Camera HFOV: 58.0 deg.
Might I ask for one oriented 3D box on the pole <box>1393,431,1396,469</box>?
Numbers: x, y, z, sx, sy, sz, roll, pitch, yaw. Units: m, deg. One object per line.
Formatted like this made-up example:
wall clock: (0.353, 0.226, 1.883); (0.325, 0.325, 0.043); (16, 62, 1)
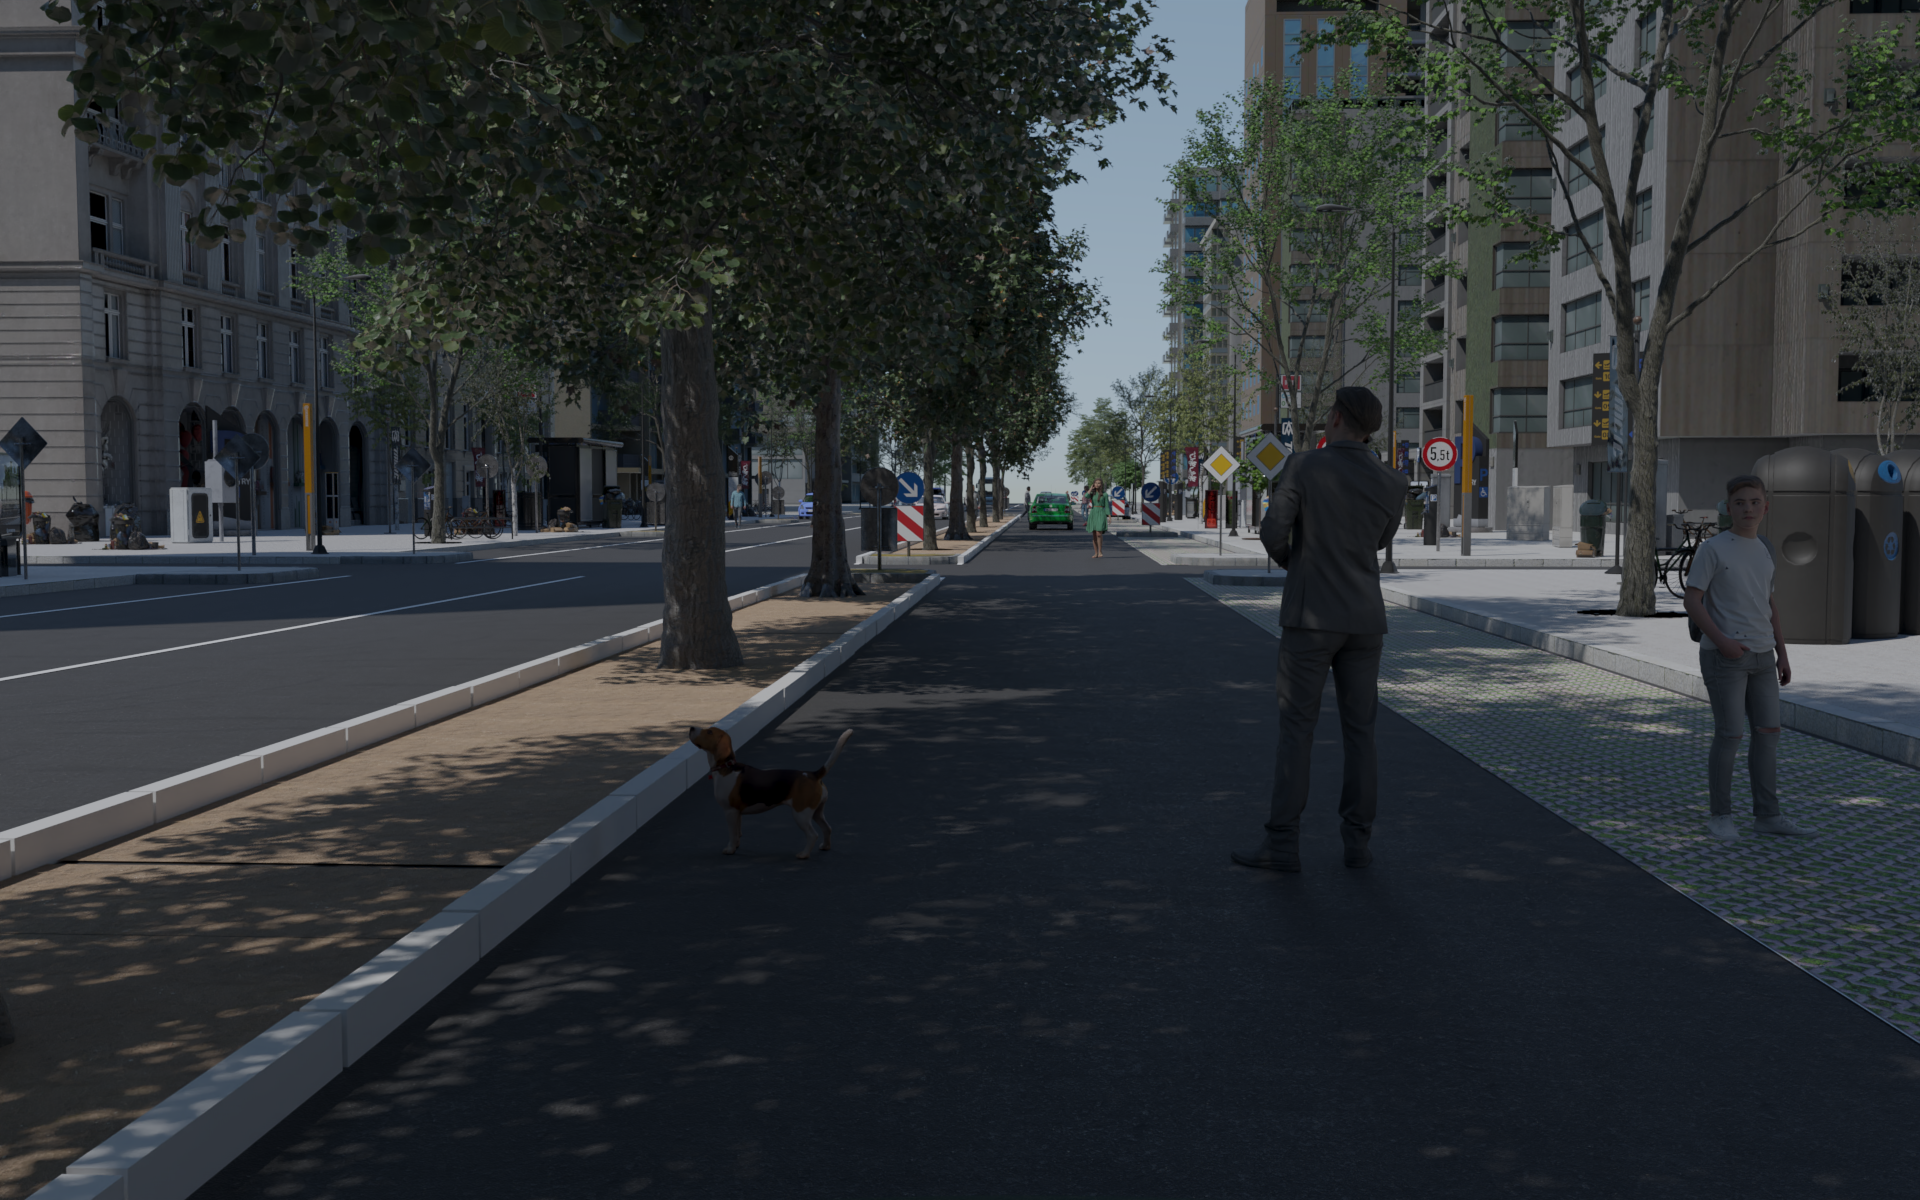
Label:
pole: (14.024, -3.808, 56.097); (0.158, 3.312, 0.155); (0, 3, 0)

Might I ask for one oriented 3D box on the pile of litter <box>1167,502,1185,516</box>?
pile of litter: (12.604, -5.444, 102.974); (1.176, 0.858, 1.719); (-2, 4, -32)

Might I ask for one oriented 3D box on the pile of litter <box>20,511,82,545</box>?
pile of litter: (-23.443, -1.855, 44.291); (1.719, 0.858, 1.176); (0, 4, 3)

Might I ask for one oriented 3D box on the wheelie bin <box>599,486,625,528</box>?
wheelie bin: (-13.040, -3.497, 65.092); (0.980, 1.594, 0.693); (-2, 4, -32)

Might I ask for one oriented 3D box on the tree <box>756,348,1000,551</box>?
tree: (-0.864, -7.064, 43.704); (9.928, 11.665, 9.643); (0, 3, 0)

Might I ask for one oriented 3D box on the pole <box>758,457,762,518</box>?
pole: (-10.888, -6.146, 94.334); (0.158, 3.312, 0.155); (0, 3, 0)

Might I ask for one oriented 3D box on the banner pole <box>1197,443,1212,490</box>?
banner pole: (12.003, -5.788, 84.651); (0.863, 3.779, 0.401); (0, 4, 3)

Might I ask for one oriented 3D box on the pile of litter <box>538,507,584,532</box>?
pile of litter: (-13.325, -2.703, 58.164); (1.719, 0.858, 1.176); (1, 4, 15)

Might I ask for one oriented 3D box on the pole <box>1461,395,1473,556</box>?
pole: (10.482, -2.566, 35.794); (0.158, 3.312, 0.155); (0, 3, 0)

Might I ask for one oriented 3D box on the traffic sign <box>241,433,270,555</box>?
traffic sign: (-14.785, -2.207, 36.195); (0.768, 2.556, 0.104); (1, 4, 10)

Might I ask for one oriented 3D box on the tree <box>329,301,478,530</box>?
tree: (-19.914, -6.762, 60.922); (4.737, 8.622, 4.395); (0, 3, 0)

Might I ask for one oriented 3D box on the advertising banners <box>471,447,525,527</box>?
advertising banners: (-17.321, -4.220, 65.190); (2.074, 3.025, 0.090); (-2, 4, -26)

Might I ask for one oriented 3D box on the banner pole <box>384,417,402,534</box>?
banner pole: (-18.452, -4.060, 56.402); (0.401, 3.779, 0.863); (1, 4, 18)

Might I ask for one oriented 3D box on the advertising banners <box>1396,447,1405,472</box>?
advertising banners: (15.952, -4.186, 64.634); (2.074, 3.025, 0.090); (-3, 4, -38)

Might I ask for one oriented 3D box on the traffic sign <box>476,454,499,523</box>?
traffic sign: (-15.203, -3.399, 55.680); (0.768, 2.556, 0.104); (1, 4, 9)

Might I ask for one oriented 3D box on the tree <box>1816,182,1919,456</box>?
tree: (22.565, -5.574, 41.489); (4.360, 8.622, 3.978); (0, 3, 0)

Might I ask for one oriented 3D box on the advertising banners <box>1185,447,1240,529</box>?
advertising banners: (9.337, -4.153, 64.094); (2.074, 3.025, 0.090); (0, 4, -1)

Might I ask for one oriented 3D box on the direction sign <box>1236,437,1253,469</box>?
direction sign: (11.299, -4.665, 68.264); (0.876, 3.537, 0.379); (1, 4, 12)

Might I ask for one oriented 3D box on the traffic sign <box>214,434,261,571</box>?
traffic sign: (-12.060, -1.546, 28.924); (0.795, 2.450, 0.064); (0, 4, 3)

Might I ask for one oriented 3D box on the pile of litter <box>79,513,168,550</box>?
pile of litter: (-19.213, -1.597, 40.073); (1.719, 0.858, 1.176); (2, 4, 24)

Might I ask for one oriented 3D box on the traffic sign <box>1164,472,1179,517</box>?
traffic sign: (11.152, -5.586, 91.435); (0.768, 2.556, 0.104); (1, 4, 9)

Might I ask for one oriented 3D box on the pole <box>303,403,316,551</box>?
pole: (-14.678, -2.766, 39.070); (0.158, 3.312, 0.155); (0, 3, 0)

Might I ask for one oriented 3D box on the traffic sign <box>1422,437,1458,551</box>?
traffic sign: (10.701, -2.360, 38.688); (0.768, 2.556, 0.104); (1, 4, 11)

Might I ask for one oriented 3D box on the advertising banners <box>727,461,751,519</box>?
advertising banners: (-11.951, -5.760, 90.370); (2.074, 3.025, 0.090); (0, 4, -7)

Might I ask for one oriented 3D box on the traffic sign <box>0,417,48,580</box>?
traffic sign: (-14.028, -1.514, 25.946); (0.795, 2.450, 0.064); (0, 4, 7)

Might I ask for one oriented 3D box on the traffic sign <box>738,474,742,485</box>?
traffic sign: (-11.575, -5.344, 89.508); (0.606, 2.300, 0.079); (0, 4, 8)

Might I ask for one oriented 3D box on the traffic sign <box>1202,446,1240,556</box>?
traffic sign: (5.421, -1.979, 36.002); (0.795, 2.450, 0.064); (0, 4, 3)

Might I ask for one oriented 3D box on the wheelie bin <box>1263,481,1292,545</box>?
wheelie bin: (7.596, -1.995, 40.527); (0.980, 1.594, 0.693); (0, 4, -1)

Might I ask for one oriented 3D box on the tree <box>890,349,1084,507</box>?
tree: (2.322, -11.785, 105.512); (12.009, 13.543, 11.850); (0, 3, 0)

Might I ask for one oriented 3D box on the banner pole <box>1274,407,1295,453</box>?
banner pole: (9.332, -3.671, 50.034); (0.863, 3.779, 0.401); (2, 4, 24)

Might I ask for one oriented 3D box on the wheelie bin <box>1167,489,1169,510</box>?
wheelie bin: (12.750, -6.101, 107.666); (0.693, 1.594, 0.980); (-2, 4, -35)

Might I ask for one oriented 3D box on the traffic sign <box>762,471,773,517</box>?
traffic sign: (-10.677, -5.815, 95.186); (0.768, 2.556, 0.104); (1, 4, 12)

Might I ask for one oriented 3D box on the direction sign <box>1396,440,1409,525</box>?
direction sign: (18.381, -4.929, 72.590); (0.876, 3.537, 0.379); (-1, 4, -10)

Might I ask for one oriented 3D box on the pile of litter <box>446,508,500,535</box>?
pile of litter: (-15.440, -2.486, 54.617); (1.719, 0.858, 1.176); (0, 4, -4)

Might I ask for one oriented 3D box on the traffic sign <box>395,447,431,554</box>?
traffic sign: (-11.649, -2.034, 36.898); (0.795, 2.450, 0.064); (0, 4, 3)

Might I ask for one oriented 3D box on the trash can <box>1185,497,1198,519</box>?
trash can: (12.076, -4.815, 90.376); (0.748, 1.137, 0.748); (0, 3, 0)

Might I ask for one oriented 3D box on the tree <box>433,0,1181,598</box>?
tree: (-1.836, -6.381, 23.797); (9.611, 12.733, 9.660); (0, 3, 0)

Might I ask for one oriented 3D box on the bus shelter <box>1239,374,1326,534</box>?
bus shelter: (10.224, -4.768, 55.594); (2.179, 5.291, 8.768); (0, 4, 3)

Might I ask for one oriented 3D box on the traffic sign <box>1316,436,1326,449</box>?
traffic sign: (7.848, -2.217, 36.353); (0.768, 2.556, 0.104); (1, 4, 9)

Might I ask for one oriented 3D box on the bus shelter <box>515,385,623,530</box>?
bus shelter: (-14.820, -5.358, 65.238); (2.179, 5.291, 8.768); (0, 4, 3)

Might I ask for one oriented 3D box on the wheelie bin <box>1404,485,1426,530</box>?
wheelie bin: (16.419, -3.339, 62.498); (0.980, 1.594, 0.693); (0, 4, 4)

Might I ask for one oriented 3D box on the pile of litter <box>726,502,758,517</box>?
pile of litter: (-12.216, -5.123, 97.732); (1.719, 0.858, 1.176); (0, 4, -1)

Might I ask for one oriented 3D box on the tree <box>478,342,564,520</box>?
tree: (-20.518, -7.867, 78.994); (4.737, 8.622, 4.395); (0, 3, 0)

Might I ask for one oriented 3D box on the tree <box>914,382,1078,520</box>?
tree: (2.215, -9.697, 95.409); (8.767, 10.594, 7.601); (0, 4, 3)

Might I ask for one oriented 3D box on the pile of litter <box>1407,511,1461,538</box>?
pile of litter: (14.100, -2.288, 51.366); (1.176, 0.858, 1.719); (-2, 4, -26)

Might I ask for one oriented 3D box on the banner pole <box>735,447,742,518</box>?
banner pole: (-11.798, -6.258, 92.339); (0.401, 3.779, 0.863); (1, 4, 17)

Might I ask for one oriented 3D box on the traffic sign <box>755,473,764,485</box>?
traffic sign: (-11.646, -6.187, 101.257); (0.768, 2.556, 0.104); (1, 4, 12)

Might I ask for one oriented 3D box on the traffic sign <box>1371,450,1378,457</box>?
traffic sign: (11.415, -2.981, 48.844); (0.768, 2.556, 0.104); (1, 4, 12)

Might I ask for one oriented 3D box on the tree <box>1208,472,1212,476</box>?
tree: (15.512, -6.904, 107.484); (1.663, 3.219, 1.824); (0, 3, 0)

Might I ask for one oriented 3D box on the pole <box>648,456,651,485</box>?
pole: (-16.546, -6.031, 92.445); (0.158, 3.312, 0.155); (0, 3, 0)

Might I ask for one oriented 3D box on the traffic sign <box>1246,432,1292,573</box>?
traffic sign: (5.011, -1.491, 28.028); (0.795, 2.450, 0.064); (0, 4, 3)

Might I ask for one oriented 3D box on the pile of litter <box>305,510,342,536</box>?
pile of litter: (-19.966, -2.464, 54.259); (1.176, 0.858, 1.719); (0, 4, -1)

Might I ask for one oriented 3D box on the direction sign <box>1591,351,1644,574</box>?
direction sign: (10.557, -2.185, 27.727); (0.876, 3.537, 0.379); (2, 4, 32)

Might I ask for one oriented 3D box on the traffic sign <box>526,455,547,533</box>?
traffic sign: (-13.918, -3.473, 56.886); (0.768, 2.556, 0.104); (1, 4, 12)

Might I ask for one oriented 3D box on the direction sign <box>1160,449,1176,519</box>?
direction sign: (10.677, -5.871, 87.981); (0.379, 3.537, 0.876); (-2, 4, -33)

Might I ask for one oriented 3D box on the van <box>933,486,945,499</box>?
van: (-2.454, -9.311, 156.611); (2.240, 2.365, 5.245); (0, 4, 4)
